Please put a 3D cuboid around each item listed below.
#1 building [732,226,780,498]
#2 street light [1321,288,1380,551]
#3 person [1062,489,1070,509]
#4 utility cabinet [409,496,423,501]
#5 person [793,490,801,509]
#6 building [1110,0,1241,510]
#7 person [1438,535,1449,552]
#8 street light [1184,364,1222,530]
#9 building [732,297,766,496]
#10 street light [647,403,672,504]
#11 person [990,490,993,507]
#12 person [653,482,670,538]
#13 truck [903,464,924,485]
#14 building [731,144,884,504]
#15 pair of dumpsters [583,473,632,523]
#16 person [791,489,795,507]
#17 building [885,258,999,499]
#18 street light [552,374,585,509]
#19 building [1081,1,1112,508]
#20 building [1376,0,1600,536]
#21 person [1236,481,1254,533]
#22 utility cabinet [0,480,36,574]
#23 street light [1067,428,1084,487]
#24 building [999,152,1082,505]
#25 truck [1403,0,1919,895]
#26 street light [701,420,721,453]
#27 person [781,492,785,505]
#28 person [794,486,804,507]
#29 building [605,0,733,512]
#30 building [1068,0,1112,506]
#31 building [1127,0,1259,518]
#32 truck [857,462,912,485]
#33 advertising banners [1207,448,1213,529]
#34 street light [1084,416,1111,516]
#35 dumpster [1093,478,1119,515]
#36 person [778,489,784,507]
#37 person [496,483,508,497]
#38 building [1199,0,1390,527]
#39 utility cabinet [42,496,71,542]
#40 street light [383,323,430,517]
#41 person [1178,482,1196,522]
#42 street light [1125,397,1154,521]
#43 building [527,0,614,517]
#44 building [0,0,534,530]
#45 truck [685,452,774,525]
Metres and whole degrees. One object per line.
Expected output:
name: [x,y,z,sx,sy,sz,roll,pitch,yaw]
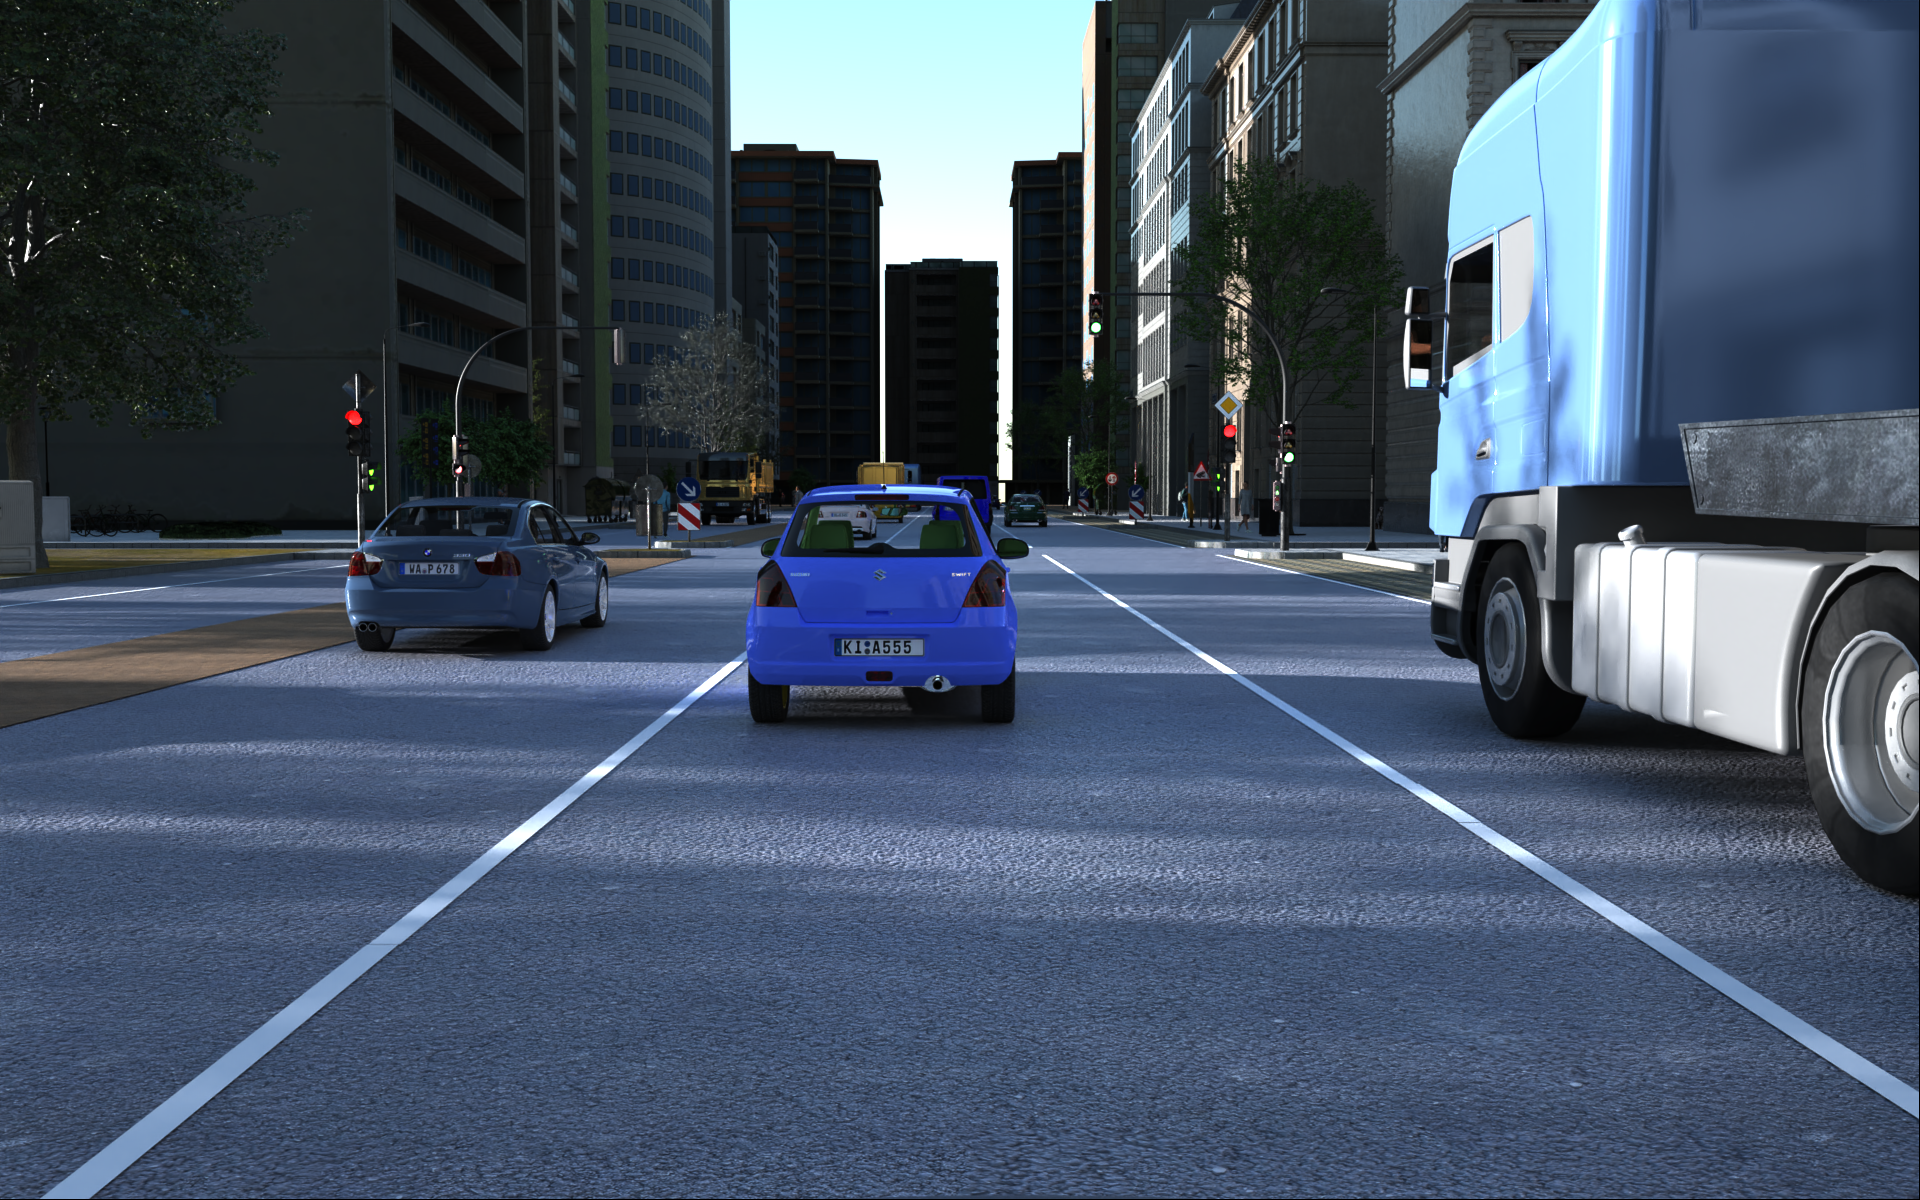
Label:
building: [-26.952,-25.474,188.200,14.107,30.474,14.160,0,4,0]
street light: [8.816,-4.073,39.135,1.470,5.913,1.316,0,4,0]
person: [9.287,-8.881,151.695,0.683,1.767,0.568,-1,4,-8]
utility cabinet: [-15.730,-2.382,50.107,0.306,1.237,1.020,-1,4,-11]
person: [-8.700,-5.169,93.370,0.532,1.782,0.716,2,4,29]
building: [19.216,-28.050,142.215,14.154,41.232,14.086,0,4,0]
person: [10.754,-1.942,38.216,0.576,1.772,0.534,0,4,-2]
street light: [8.708,-5.473,62.029,1.470,5.913,1.316,0,4,0]
building: [-33.840,-19.558,164.809,27.650,21.520,28.899,0,4,0]
street light: [-15.386,-7.083,88.348,1.470,5.913,1.316,0,4,0]
person: [1.580,-5.338,95.965,0.537,1.800,0.526,2,4,33]
person: [-9.682,-2.911,56.120,0.660,1.820,0.620,1,4,18]
truck: [-4.679,-9.742,149.041,2.967,4.110,18.799,0,4,0]
building: [-24.341,-34.541,219.362,28.867,44.769,22.147,0,4,0]
pair of dumpsters: [-15.938,-4.638,78.320,1.574,2.255,4.437,0,4,0]
person: [-16.706,-10.245,173.995,0.568,1.767,0.683,-2,4,-35]
building: [-2.318,-27.136,215.369,14.107,30.474,14.160,0,4,0]
street light: [-15.226,-5.791,67.219,1.470,5.913,1.316,0,4,0]
building: [18.402,-30.954,156.200,14.600,45.320,14.200,0,4,0]
building: [23.987,-13.818,54.807,19.941,23.489,11.050,0,4,0]
person: [9.497,-3.122,57.836,0.466,1.731,0.760,-3,5,-41]
utility cabinet: [-15.308,-1.144,27.377,1.173,1.500,0.318,-3,4,-38]
street light: [8.223,-9.165,122.383,1.470,5.913,1.316,0,4,0]
building: [19.245,-34.591,220.183,28.867,44.769,22.147,0,4,0]
truck: [4.535,-0.813,3.052,2.967,4.110,18.799,0,4,-1]
street light: [-15.572,-8.294,108.151,1.470,5.913,1.316,0,4,0]
person: [-20.919,-11.868,204.006,0.593,1.643,0.415,-1,4,-14]
person: [-8.051,-4.833,87.371,0.795,1.843,0.661,2,4,29]
building: [-30.105,-36.282,135.205,21.231,58.520,28.212,0,4,0]
building: [23.498,-52.923,177.964,22.319,86.520,31.000,0,4,0]
building: [17.542,-20.184,107.496,11.434,29.767,29.804,0,4,0]
truck: [-4.694,-6.675,105.056,3.469,3.379,9.791,0,4,-1]
advertising banners: [9.361,-4.199,64.843,0.090,3.025,2.074,0,4,4]
street light: [8.308,-7.956,102.624,1.470,5.913,1.316,0,4,0]
dumpster: [8.965,-6.347,106.274,1.502,2.255,1.985,0,4,0]
person: [-17.864,-10.181,173.029,0.721,1.766,1.217,-2,4,-28]
person: [-19.411,-4.106,73.526,0.532,1.782,0.716,-1,4,-8]
building: [18.852,-17.243,79.179,12.463,27.353,25.104,0,4,0]
utility cabinet: [-24.605,-2.177,46.762,1.020,1.237,0.306,-1,4,-20]
street light: [-15.036,-4.556,47.025,1.470,5.913,1.316,0,4,0]
person: [10.535,-4.542,80.289,0.794,1.824,0.713,-3,4,-38]
street light: [8.566,-6.748,82.867,1.470,5.913,1.316,0,4,0]
building: [-27.858,-25.252,96.459,14.154,41.232,14.086,0,4,0]
building: [-30.826,-27.322,70.417,21.300,48.544,21.600,0,4,0]
truck: [-10.710,-5.291,82.430,3.469,3.379,9.791,0,4,1]
